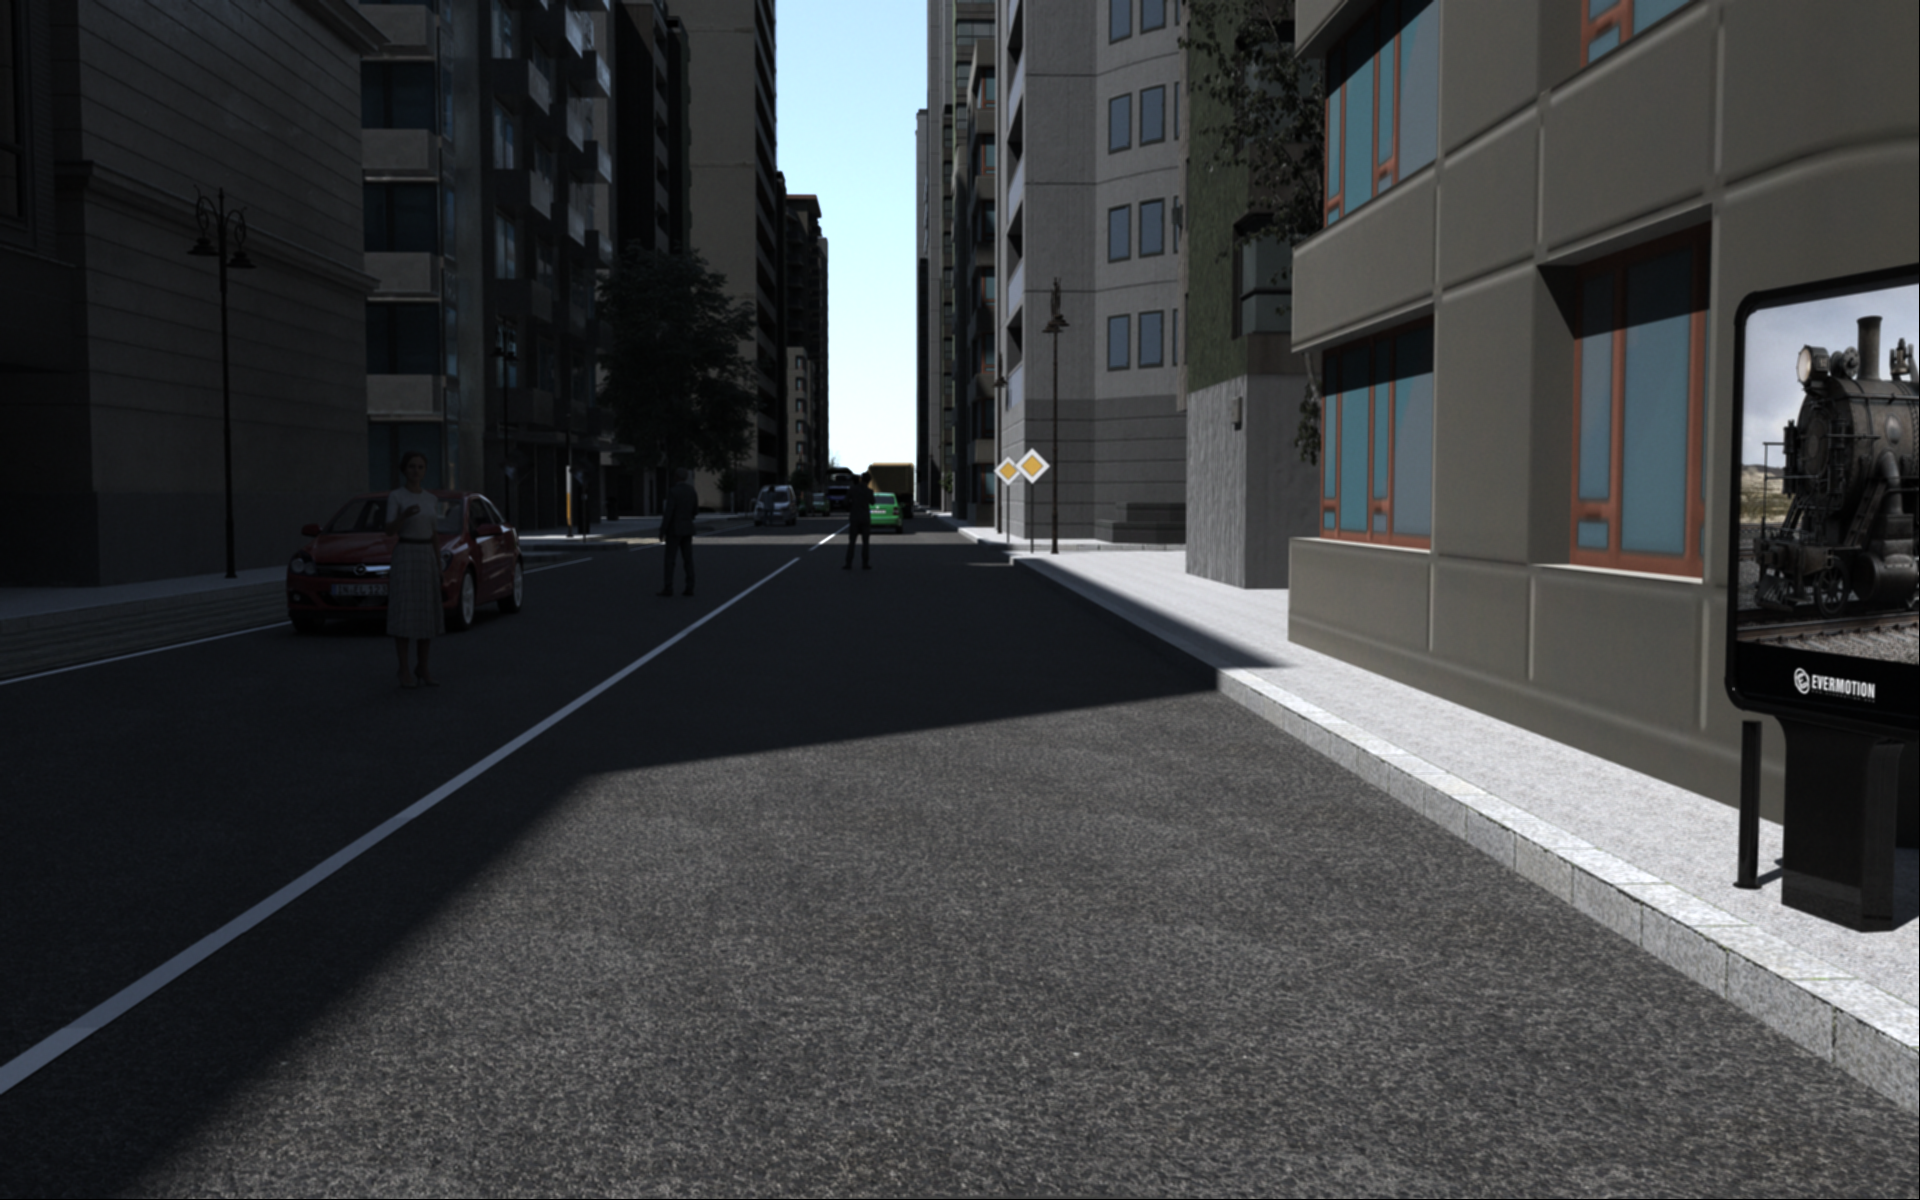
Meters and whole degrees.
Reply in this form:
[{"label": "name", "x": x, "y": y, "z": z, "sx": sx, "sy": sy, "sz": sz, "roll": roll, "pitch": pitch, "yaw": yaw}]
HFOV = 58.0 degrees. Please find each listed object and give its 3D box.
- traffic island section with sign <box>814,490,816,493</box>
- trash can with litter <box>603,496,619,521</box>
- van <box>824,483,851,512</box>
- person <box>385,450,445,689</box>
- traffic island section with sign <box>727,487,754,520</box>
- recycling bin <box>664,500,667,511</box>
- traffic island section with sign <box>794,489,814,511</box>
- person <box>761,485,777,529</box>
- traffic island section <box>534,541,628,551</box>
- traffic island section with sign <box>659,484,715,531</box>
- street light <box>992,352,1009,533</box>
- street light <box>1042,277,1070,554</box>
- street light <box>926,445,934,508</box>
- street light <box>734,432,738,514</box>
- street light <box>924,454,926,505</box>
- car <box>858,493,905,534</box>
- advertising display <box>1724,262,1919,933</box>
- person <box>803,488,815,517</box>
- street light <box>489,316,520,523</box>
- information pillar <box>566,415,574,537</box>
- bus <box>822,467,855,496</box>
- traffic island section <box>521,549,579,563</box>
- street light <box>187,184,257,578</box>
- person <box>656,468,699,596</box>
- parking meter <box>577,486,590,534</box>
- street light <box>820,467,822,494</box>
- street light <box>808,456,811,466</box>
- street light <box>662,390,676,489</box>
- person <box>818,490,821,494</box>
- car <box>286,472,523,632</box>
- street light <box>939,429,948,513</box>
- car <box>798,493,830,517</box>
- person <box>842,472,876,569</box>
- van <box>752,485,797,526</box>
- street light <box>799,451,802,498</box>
[{"label": "traffic island section with sign", "x": -14.521, "y": -9.994, "z": 172.030, "sx": 1.989, "sy": 1.847, "sz": 2.006, "roll": 0, "pitch": 4, "yaw": -2}, {"label": "trash can with litter", "x": -16.707, "y": -4.381, "z": 83.013, "sx": 0.624, "sy": 1.170, "sz": 1.055, "roll": 0, "pitch": 4, "yaw": 2}, {"label": "van", "x": -9.794, "y": -8.303, "z": 140.132, "sx": 2.240, "sy": 2.365, "sz": 5.245, "roll": 0, "pitch": 4, "yaw": -1}, {"label": "person", "x": -3.999, "y": -0.229, "z": 12.814, "sx": 0.524, "sy": 1.755, "sz": 0.480, "roll": 3, "pitch": 4, "yaw": 37}, {"label": "traffic island section with sign", "x": -11.649, "y": -5.262, "z": 94.669, "sx": 1.989, "sy": 1.847, "sz": 2.006, "roll": 0, "pitch": 4, "yaw": -2}, {"label": "recycling bin", "x": -13.158, "y": -4.109, "z": 79.744, "sx": 0.722, "sy": 1.027, "sz": 0.722, "roll": 2, "pitch": 4, "yaw": 29}, {"label": "traffic island section with sign", "x": -13.517, "y": -8.347, "z": 145.093, "sx": 1.989, "sy": 1.847, "sz": 2.006, "roll": 0, "pitch": 4, "yaw": -2}, {"label": "person", "x": -7.931, "y": -3.849, "z": 71.701, "sx": 0.793, "sy": 1.790, "sz": 0.793, "roll": -2, "pitch": 4, "yaw": -24}, {"label": "traffic island section", "x": -9.799, "y": -1.396, "z": 45.101, "sx": 2.009, "sy": 0.180, "sz": 2.903, "roll": 0, "pitch": 4, "yaw": -2}, {"label": "traffic island section with sign", "x": -10.650, "y": -3.615, "z": 67.732, "sx": 1.989, "sy": 1.847, "sz": 2.006, "roll": 0, "pitch": 4, "yaw": -2}, {"label": "street light", "x": 1.299, "y": -5.106, "z": 56.272, "sx": 0.468, "sy": 5.910, "sz": 1.993, "roll": 0, "pitch": 4, "yaw": -2}, {"label": "street light", "x": 2.039, "y": -3.931, "z": 37.066, "sx": 0.468, "sy": 5.910, "sz": 1.993, "roll": 0, "pitch": 4, "yaw": -2}, {"label": "street light", "x": -2.713, "y": -11.708, "z": 164.218, "sx": 0.468, "sy": 5.910, "sz": 1.993, "roll": 0, "pitch": 4, "yaw": -2}, {"label": "street light", "x": -14.271, "y": -8.409, "z": 110.279, "sx": 0.468, "sy": 5.910, "sz": 1.993, "roll": 0, "pitch": 4, "yaw": -2}, {"label": "street light", "x": -3.884, "y": -13.689, "z": 196.603, "sx": 0.468, "sy": 5.910, "sz": 1.993, "roll": 0, "pitch": 4, "yaw": -2}, {"label": "car", "x": -2.969, "y": -3.312, "z": 62.945, "sx": 1.959, "sy": 1.807, "sz": 4.718, "roll": 0, "pitch": 4, "yaw": -2}, {"label": "advertising display", "x": 2.650, "y": 0.002, "z": 5.186, "sx": 0.123, "sy": 1.923, "sz": 0.974, "roll": -1, "pitch": 4, "yaw": -11}, {"label": "person", "x": -9.263, "y": -5.975, "z": 106.291, "sx": 0.767, "sy": 1.812, "sz": 0.694, "roll": 3, "pitch": 4, "yaw": 36}, {"label": "street light", "x": -11.831, "y": -4.425, "z": 45.135, "sx": 0.468, "sy": 5.910, "sz": 1.993, "roll": 0, "pitch": 4, "yaw": -2}, {"label": "information pillar", "x": -11.561, "y": -3.660, "z": 51.193, "sx": 0.183, "sy": 3.616, "sz": 0.504, "roll": 0, "pitch": 4, "yaw": -7}, {"label": "bus", "x": -10.958, "y": -10.212, "z": 158.511, "sx": 2.896, "sy": 3.916, "sz": 12.252, "roll": 0, "pitch": 4, "yaw": -2}, {"label": "traffic island section", "x": -9.502, "y": -0.908, "z": 37.122, "sx": 2.009, "sy": 0.180, "sz": 2.903, "roll": 0, "pitch": 4, "yaw": -2}, {"label": "street light", "x": -11.137, "y": -3.272, "z": 26.280, "sx": 0.468, "sy": 5.910, "sz": 1.993, "roll": 0, "pitch": 4, "yaw": -2}, {"label": "person", "x": -4.019, "y": -0.967, "z": 24.490, "sx": 0.590, "sy": 1.801, "sz": 0.661, "roll": 3, "pitch": 4, "yaw": 38}, {"label": "parking meter", "x": -12.144, "y": -2.903, "z": 55.871, "sx": 0.372, "sy": 1.533, "sz": 0.369, "roll": 0, "pitch": 3, "yaw": 0}, {"label": "street light", "x": -18.972, "y": -16.139, "z": 236.652, "sx": 0.468, "sy": 5.910, "sz": 1.993, "roll": 0, "pitch": 4, "yaw": -2}, {"label": "street light", "x": -17.737, "y": -14.191, "z": 204.805, "sx": 0.468, "sy": 5.910, "sz": 1.993, "roll": 0, "pitch": 4, "yaw": -2}, {"label": "street light", "x": -12.998, "y": -6.399, "z": 77.414, "sx": 0.468, "sy": 5.910, "sz": 1.993, "roll": 0, "pitch": 4, "yaw": -2}, {"label": "person", "x": -15.036, "y": -10.800, "z": 185.085, "sx": 0.705, "sy": 1.823, "sz": 1.348, "roll": 0, "pitch": 4, "yaw": 3}, {"label": "car", "x": -6.116, "y": -0.633, "z": 19.392, "sx": 2.155, "sy": 1.783, "sz": 4.494, "roll": 0, "pitch": 4, "yaw": -4}, {"label": "street light", "x": -1.043, "y": -9.013, "z": 120.154, "sx": 0.468, "sy": 5.910, "sz": 1.993, "roll": 0, "pitch": 4, "yaw": -2}, {"label": "car", "x": -9.236, "y": -6.180, "z": 109.844, "sx": 1.959, "sy": 1.807, "sz": 4.718, "roll": 0, "pitch": 4, "yaw": 0}, {"label": "person", "x": -1.941, "y": -1.520, "z": 33.154, "sx": 0.655, "sy": 1.846, "sz": 0.447, "roll": 0, "pitch": 4, "yaw": -3}, {"label": "van", "x": -8.375, "y": -4.379, "z": 78.608, "sx": 2.013, "sy": 2.044, "sz": 4.112, "roll": 0, "pitch": 4, "yaw": -1}, {"label": "street light", "x": -17.168, "y": -13.076, "z": 186.571, "sx": 0.468, "sy": 5.910, "sz": 1.993, "roll": 0, "pitch": 4, "yaw": -2}]
